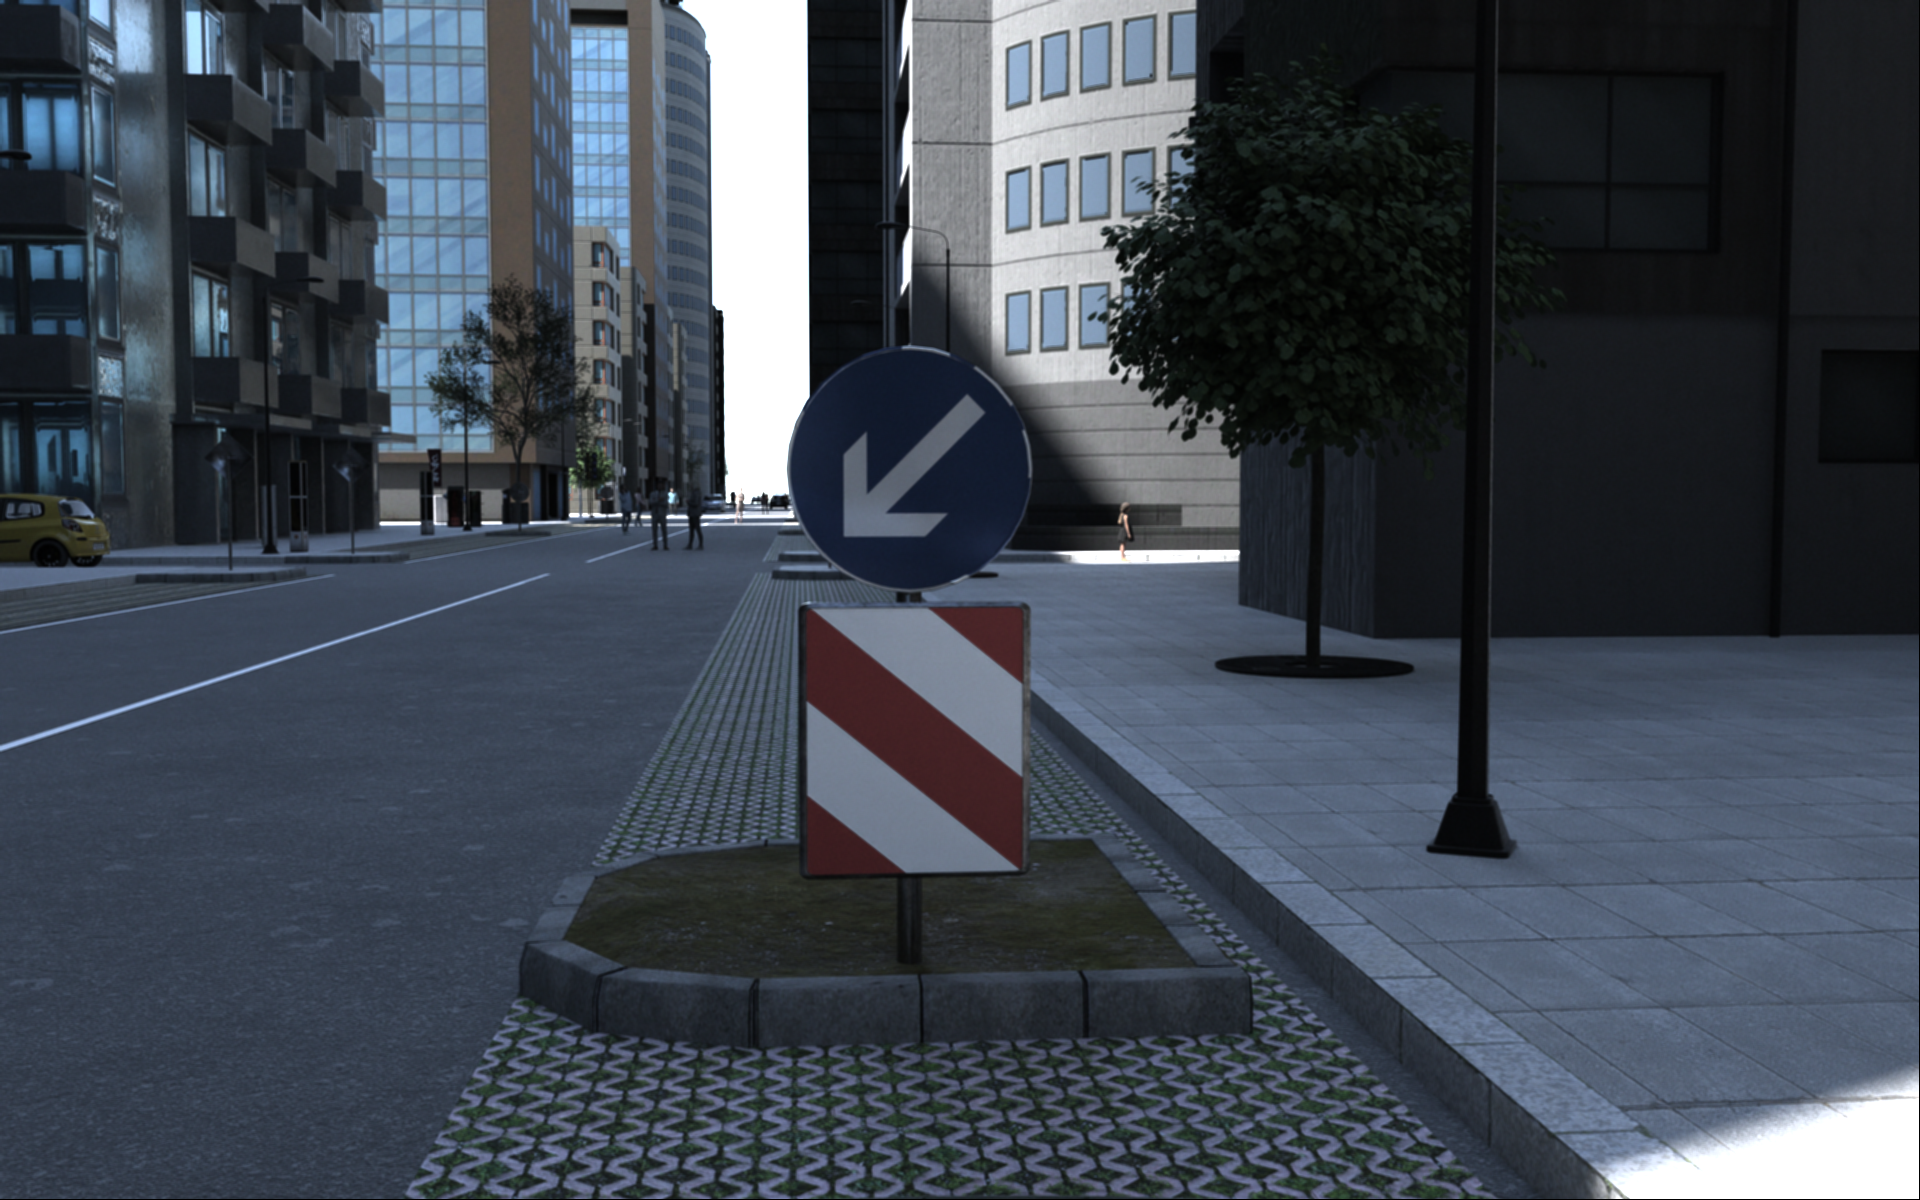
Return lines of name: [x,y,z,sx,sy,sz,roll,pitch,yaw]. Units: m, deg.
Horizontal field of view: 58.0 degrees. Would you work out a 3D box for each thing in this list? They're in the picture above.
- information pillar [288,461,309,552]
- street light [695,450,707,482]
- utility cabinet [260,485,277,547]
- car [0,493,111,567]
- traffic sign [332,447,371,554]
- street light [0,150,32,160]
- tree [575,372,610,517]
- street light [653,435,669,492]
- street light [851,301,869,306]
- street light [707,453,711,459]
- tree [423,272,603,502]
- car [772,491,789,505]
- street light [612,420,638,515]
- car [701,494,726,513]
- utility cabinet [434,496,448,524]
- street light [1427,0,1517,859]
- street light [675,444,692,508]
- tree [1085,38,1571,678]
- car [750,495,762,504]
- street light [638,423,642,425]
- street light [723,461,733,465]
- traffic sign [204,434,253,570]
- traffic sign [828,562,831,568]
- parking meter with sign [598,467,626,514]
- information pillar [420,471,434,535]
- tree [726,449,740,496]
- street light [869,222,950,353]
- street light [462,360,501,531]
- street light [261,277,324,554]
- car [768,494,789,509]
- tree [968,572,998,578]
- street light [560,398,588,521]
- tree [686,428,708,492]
information pillar: [-14.644,-2.070,38.328,0.304,2.012,0.304,0,4,2]
street light: [-27.974,-12.947,184.219,1.470,5.913,1.316,0,4,-5]
utility cabinet: [-16.615,-2.014,41.601,0.318,1.500,1.173,-2,4,-24]
car: [-18.381,-1.388,32.912,3.980,1.641,2.015,0,4,-3]
traffic sign: [-12.994,-2.042,37.023,0.795,2.450,0.064,0,4,-5]
street light: [-13.231,-3.116,23.483,1.470,5.913,1.316,0,4,-5]
tree: [-21.751,-9.055,98.409,4.360,8.622,3.978,0,3,0]
street light: [-23.721,-10.067,137.141,1.470,5.913,1.316,0,4,-5]
street light: [-1.922,-4.237,41.812,1.470,5.913,1.316,0,4,-5]
street light: [-29.045,-13.652,195.743,1.470,5.913,1.316,0,4,-5]
tree: [-19.108,-8.529,73.867,8.767,10.594,7.601,1,4,12]
car: [-23.126,-13.140,223.513,2.281,1.827,5.304,0,4,-7]
street light: [-21.063,-8.280,107.915,1.470,5.913,1.316,0,4,-5]
car: [-18.936,-7.396,132.929,2.014,1.417,4.499,0,4,-6]
utility cabinet: [-22.687,-3.961,75.930,0.306,1.237,1.020,2,4,32]
street light: [1.313,-2.049,6.044,1.470,5.913,1.316,0,4,-5]
street light: [-25.781,-11.486,160.338,1.470,5.913,1.316,0,4,-5]
tree: [2.627,-1.763,12.535,4.285,4.588,4.351,0,3,0]
car: [-30.527,-15.149,260.264,1.945,1.354,3.894,0,4,-4]
street light: [-21.529,-8.617,113.434,1.470,5.913,1.316,0,4,-5]
street light: [-35.541,-17.939,265.843,1.470,5.913,1.316,0,4,-5]
traffic sign: [-12.263,-1.555,29.071,0.795,2.450,0.064,0,4,-5]
traffic sign: [-2.259,-1.610,29.967,0.795,2.450,0.064,0,4,-5]
parking meter with sign: [-22.446,-7.052,111.560,1.738,3.016,0.543,1,4,8]
information pillar: [-16.734,-3.050,54.367,0.304,2.012,0.304,3,4,38]
tree: [-36.525,-19.617,271.104,4.360,8.622,3.978,0,3,0]
street light: [-0.744,-3.499,29.753,1.470,5.913,1.316,0,4,-5]
street light: [-16.641,-5.366,60.276,1.470,5.913,1.316,0,4,-5]
street light: [-14.290,-3.949,37.105,1.470,5.913,1.316,0,4,-5]
car: [-17.463,-9.591,166.597,2.009,1.686,4.222,0,4,-7]
tree: [0.183,-1.980,26.980,1.663,3.219,1.824,0,3,0]
street light: [-18.581,-6.786,83.484,1.470,5.913,1.316,0,4,-5]
tree: [-29.436,-14.468,186.906,4.360,8.622,3.978,0,3,0]
